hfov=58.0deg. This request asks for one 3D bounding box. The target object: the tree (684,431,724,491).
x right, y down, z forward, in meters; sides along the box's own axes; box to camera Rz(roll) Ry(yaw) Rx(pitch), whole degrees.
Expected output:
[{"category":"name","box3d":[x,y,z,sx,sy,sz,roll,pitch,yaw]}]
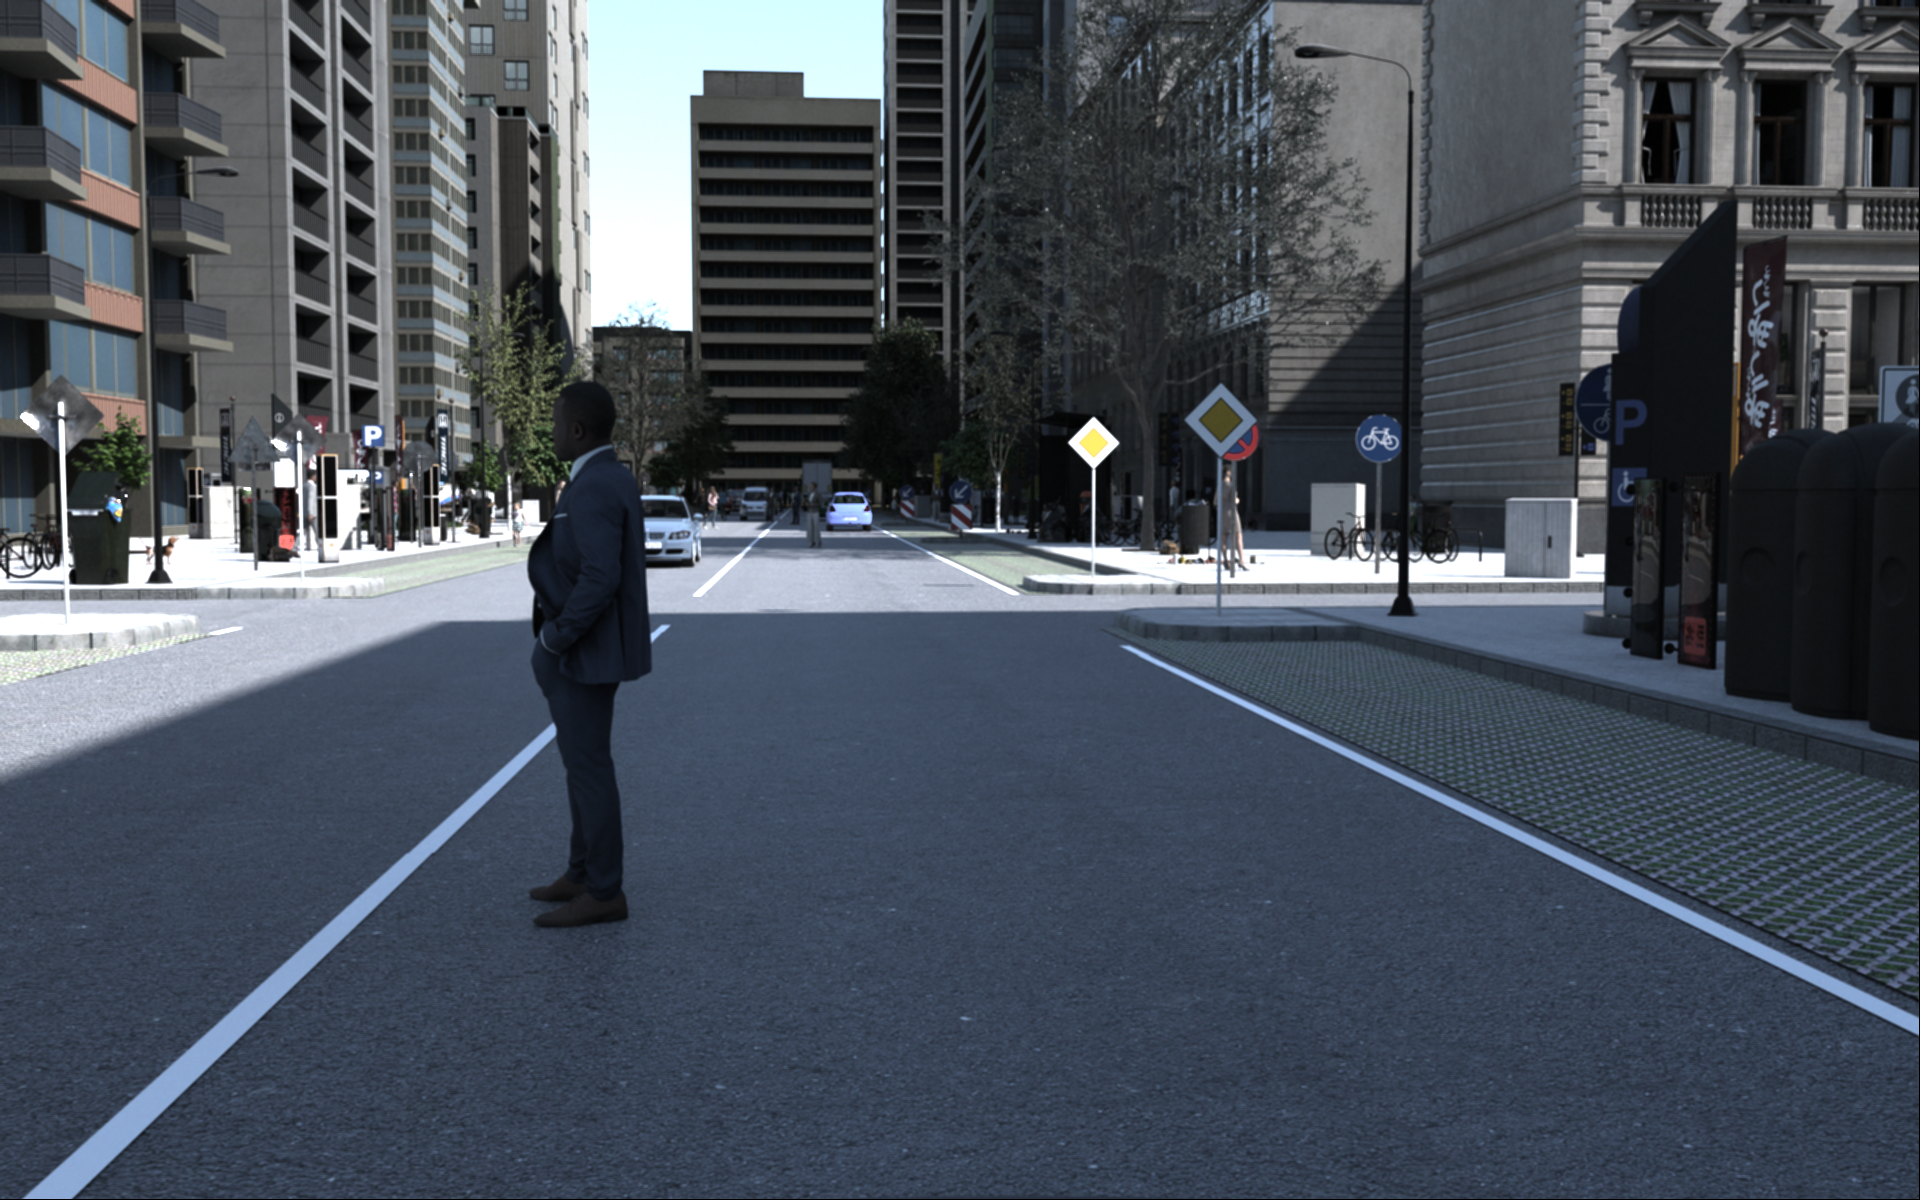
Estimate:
[{"category":"tree","box3d":[-25.808,-13.747,175.131,4.737,8.622,4.395,0,3,0]}]

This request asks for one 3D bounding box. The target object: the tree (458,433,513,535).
[{"category":"tree","box3d":[-14.898,-3.687,54.889,1.663,3.219,1.824,0,3,0]}]

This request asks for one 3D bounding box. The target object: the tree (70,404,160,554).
[{"category":"tree","box3d":[-18.051,-2.619,37.424,1.663,3.219,1.824,0,3,0]}]

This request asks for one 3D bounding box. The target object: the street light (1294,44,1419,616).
[{"category":"street light","box3d":[4.151,-2.788,18.118,1.470,5.913,1.316,0,4,-5]}]

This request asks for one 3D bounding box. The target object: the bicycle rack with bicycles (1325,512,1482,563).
[{"category":"bicycle rack with bicycles","box3d":[8.679,-1.211,33.179,2.852,0.926,2.925,-1,4,-16]}]

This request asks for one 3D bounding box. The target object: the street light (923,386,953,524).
[{"category":"street light","box3d":[-0.885,-6.250,74.731,1.470,5.913,1.316,0,4,-5]}]

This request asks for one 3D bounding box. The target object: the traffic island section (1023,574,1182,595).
[{"category":"traffic island section","box3d":[2.045,-0.232,26.075,2.009,0.180,2.903,0,4,-5]}]

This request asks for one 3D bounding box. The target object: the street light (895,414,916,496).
[{"category":"street light","box3d":[-3.117,-7.809,100.217,1.470,5.913,1.316,0,4,-5]}]

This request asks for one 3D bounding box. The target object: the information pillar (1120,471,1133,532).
[{"category":"information pillar","box3d":[5.310,-3.108,55.309,0.304,2.012,0.304,-1,4,-15]}]

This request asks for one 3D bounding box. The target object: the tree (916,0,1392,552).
[{"category":"tree","box3d":[4.177,-7.820,38.222,12.009,13.543,11.850,0,3,0]}]

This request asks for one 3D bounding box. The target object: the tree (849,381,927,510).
[{"category":"tree","box3d":[-5.491,-13.149,140.744,9.928,11.665,9.643,0,3,0]}]

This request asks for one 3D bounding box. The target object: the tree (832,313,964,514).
[{"category":"tree","box3d":[-3.517,-11.792,109.804,9.611,12.733,9.660,0,3,0]}]

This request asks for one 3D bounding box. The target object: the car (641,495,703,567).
[{"category":"car","box3d":[-6.251,-1.435,35.472,2.014,1.417,4.499,0,4,-6]}]

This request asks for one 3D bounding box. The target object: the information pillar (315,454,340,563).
[{"category":"information pillar","box3d":[-11.741,-1.692,32.162,0.304,2.012,0.304,-3,5,-41]}]

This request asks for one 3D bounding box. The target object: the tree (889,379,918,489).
[{"category":"tree","box3d":[-1.341,-8.627,91.410,4.360,8.622,3.978,0,3,0]}]

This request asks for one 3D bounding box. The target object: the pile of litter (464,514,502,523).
[{"category":"pile of litter","box3d":[-21.124,-3.834,76.657,1.719,0.858,1.176,-1,4,-15]}]

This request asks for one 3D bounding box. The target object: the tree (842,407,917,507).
[{"category":"tree","box3d":[-8.041,-15.483,171.275,7.486,12.596,7.792,0,3,0]}]

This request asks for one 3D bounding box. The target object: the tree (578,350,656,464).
[{"category":"tree","box3d":[-18.084,-8.516,89.601,4.360,8.622,3.978,0,3,0]}]

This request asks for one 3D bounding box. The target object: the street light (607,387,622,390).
[{"category":"street light","box3d":[-15.422,-6.299,75.525,1.470,5.913,1.316,0,4,-5]}]

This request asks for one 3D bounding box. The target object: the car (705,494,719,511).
[{"category":"car","box3d":[-19.397,-7.821,137.666,2.009,1.686,4.222,0,4,-5]}]

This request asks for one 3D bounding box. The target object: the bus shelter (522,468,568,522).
[{"category":"bus shelter","box3d":[-18.601,-5.361,78.937,1.731,3.624,6.357,0,4,-5]}]

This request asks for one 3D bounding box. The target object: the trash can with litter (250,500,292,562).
[{"category":"trash can with litter","box3d":[-13.082,-1.325,33.049,1.055,1.170,0.624,3,5,41]}]

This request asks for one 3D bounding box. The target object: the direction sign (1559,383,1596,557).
[{"category":"direction sign","box3d":[12.528,-2.641,35.176,0.379,3.537,0.876,-2,4,-33]}]

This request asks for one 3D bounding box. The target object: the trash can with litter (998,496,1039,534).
[{"category":"trash can with litter","box3d":[2.101,-2.797,56.794,2.233,1.210,1.678,-2,4,-30]}]

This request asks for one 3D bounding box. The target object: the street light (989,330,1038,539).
[{"category":"street light","box3d":[1.534,-4.697,49.342,1.470,5.913,1.316,0,4,-5]}]

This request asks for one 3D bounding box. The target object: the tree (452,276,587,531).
[{"category":"tree","box3d":[-15.249,-6.659,59.239,4.737,8.622,4.395,0,3,0]}]

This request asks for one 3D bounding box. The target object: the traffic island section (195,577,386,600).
[{"category":"traffic island section","box3d":[-9.551,-0.170,25.056,2.009,0.180,2.903,0,4,-5]}]

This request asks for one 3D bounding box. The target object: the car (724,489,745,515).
[{"category":"car","box3d":[-15.320,-6.822,120.212,2.281,1.827,5.304,0,4,-6]}]

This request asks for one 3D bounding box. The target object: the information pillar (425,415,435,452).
[{"category":"information pillar","box3d":[-15.647,-3.662,51.235,0.183,3.616,0.504,0,4,6]}]

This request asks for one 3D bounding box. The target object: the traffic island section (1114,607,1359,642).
[{"category":"traffic island section","box3d":[2.750,0.254,18.121,2.009,0.180,2.903,0,4,-5]}]

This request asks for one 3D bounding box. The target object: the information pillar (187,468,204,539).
[{"category":"information pillar","box3d":[-21.774,-2.744,49.352,0.304,2.012,0.304,1,4,9]}]

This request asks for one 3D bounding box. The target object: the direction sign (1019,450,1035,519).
[{"category":"direction sign","box3d":[3.408,-5.882,88.170,0.876,3.537,0.379,1,4,17]}]

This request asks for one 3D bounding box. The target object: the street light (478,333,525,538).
[{"category":"street light","box3d":[-13.263,-4.745,50.114,1.470,5.913,1.316,0,4,-5]}]

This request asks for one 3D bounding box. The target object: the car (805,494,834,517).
[{"category":"car","box3d":[-7.388,-5.052,94.405,2.131,1.459,4.920,0,4,-4]}]

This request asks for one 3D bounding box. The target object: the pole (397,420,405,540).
[{"category":"pole","box3d":[-15.479,-3.311,47.985,0.158,3.312,0.155,0,3,0]}]

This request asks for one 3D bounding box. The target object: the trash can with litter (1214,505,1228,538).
[{"category":"trash can with litter","box3d":[7.408,-2.405,50.707,0.624,1.170,1.055,-3,5,-40]}]

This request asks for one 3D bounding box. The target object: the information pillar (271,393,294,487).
[{"category":"information pillar","box3d":[-15.849,-3.009,40.553,0.183,3.616,0.504,3,5,40]}]

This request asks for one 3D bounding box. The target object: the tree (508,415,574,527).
[{"category":"tree","box3d":[-16.370,-5.182,68.438,4.285,4.588,4.351,0,3,0]}]

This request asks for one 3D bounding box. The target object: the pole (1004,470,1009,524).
[{"category":"pole","box3d":[1.971,-4.901,73.978,0.158,3.312,0.155,0,3,0]}]

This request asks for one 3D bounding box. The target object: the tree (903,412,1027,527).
[{"category":"tree","box3d":[0.925,-5.112,67.302,4.285,4.588,4.351,0,3,0]}]

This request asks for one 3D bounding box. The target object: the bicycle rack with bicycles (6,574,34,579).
[{"category":"bicycle rack with bicycles","box3d":[-15.088,-0.714,25.054,2.925,0.926,2.852,-1,4,-19]}]

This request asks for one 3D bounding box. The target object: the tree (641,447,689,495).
[{"category":"tree","box3d":[-20.678,-8.430,121.543,4.285,4.588,4.351,0,3,0]}]

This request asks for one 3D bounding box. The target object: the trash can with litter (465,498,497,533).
[{"category":"trash can with litter","box3d":[-15.827,-2.799,57.149,0.624,1.170,1.055,1,4,21]}]

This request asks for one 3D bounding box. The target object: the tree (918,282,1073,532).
[{"category":"tree","box3d":[1.491,-6.640,58.928,4.360,8.622,3.978,0,3,0]}]

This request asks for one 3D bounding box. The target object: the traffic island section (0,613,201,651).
[{"category":"traffic island section","box3d":[-8.846,0.317,17.102,2.009,0.180,2.903,0,4,-5]}]

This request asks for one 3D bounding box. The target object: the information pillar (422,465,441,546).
[{"category":"information pillar","box3d":[-13.193,-2.368,43.211,0.304,2.012,0.304,2,4,24]}]

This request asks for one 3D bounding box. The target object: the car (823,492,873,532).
[{"category":"car","box3d":[-4.345,-3.531,67.315,1.945,1.707,3.694,0,4,-6]}]

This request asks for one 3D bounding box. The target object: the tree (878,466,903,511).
[{"category":"tree","box3d":[-4.756,-9.154,133.375,4.285,4.588,4.351,0,3,0]}]

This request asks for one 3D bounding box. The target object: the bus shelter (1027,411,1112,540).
[{"category":"bus shelter","box3d":[3.256,-3.710,51.942,1.731,3.624,6.357,0,4,-5]}]

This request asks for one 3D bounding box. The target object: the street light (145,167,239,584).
[{"category":"street light","box3d":[-10.949,-3.191,24.717,1.470,5.913,1.316,0,4,-5]}]

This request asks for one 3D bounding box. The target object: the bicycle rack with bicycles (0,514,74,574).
[{"category":"bicycle rack with bicycles","box3d":[-16.418,-1.034,30.286,2.852,0.926,2.925,0,4,-1]}]

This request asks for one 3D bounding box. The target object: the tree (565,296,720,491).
[{"category":"tree","box3d":[-19.984,-12.050,107.388,12.009,13.543,11.850,0,3,0]}]

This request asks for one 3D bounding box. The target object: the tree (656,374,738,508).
[{"category":"tree","box3d":[-24.832,-15.014,163.606,7.486,12.596,7.792,0,3,0]}]

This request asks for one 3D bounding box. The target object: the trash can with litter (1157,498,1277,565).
[{"category":"trash can with litter","box3d":[4.737,-1.273,31.870,2.233,1.210,1.678,0,4,5]}]

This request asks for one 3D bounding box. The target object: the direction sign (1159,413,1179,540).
[{"category":"direction sign","box3d":[5.838,-3.455,48.485,0.379,3.537,0.876,3,5,44]}]

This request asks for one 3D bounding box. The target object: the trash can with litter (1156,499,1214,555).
[{"category":"trash can with litter","box3d":[4.697,-1.542,36.600,1.055,1.170,0.624,-2,4,-35]}]

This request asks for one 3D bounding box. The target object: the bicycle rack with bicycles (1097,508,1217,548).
[{"category":"bicycle rack with bicycles","box3d":[4.571,-1.805,42.902,2.925,0.926,2.852,3,5,39]}]

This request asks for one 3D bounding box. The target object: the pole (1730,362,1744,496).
[{"category":"pole","box3d":[12.088,-2.025,26.960,0.158,3.312,0.155,0,3,0]}]
